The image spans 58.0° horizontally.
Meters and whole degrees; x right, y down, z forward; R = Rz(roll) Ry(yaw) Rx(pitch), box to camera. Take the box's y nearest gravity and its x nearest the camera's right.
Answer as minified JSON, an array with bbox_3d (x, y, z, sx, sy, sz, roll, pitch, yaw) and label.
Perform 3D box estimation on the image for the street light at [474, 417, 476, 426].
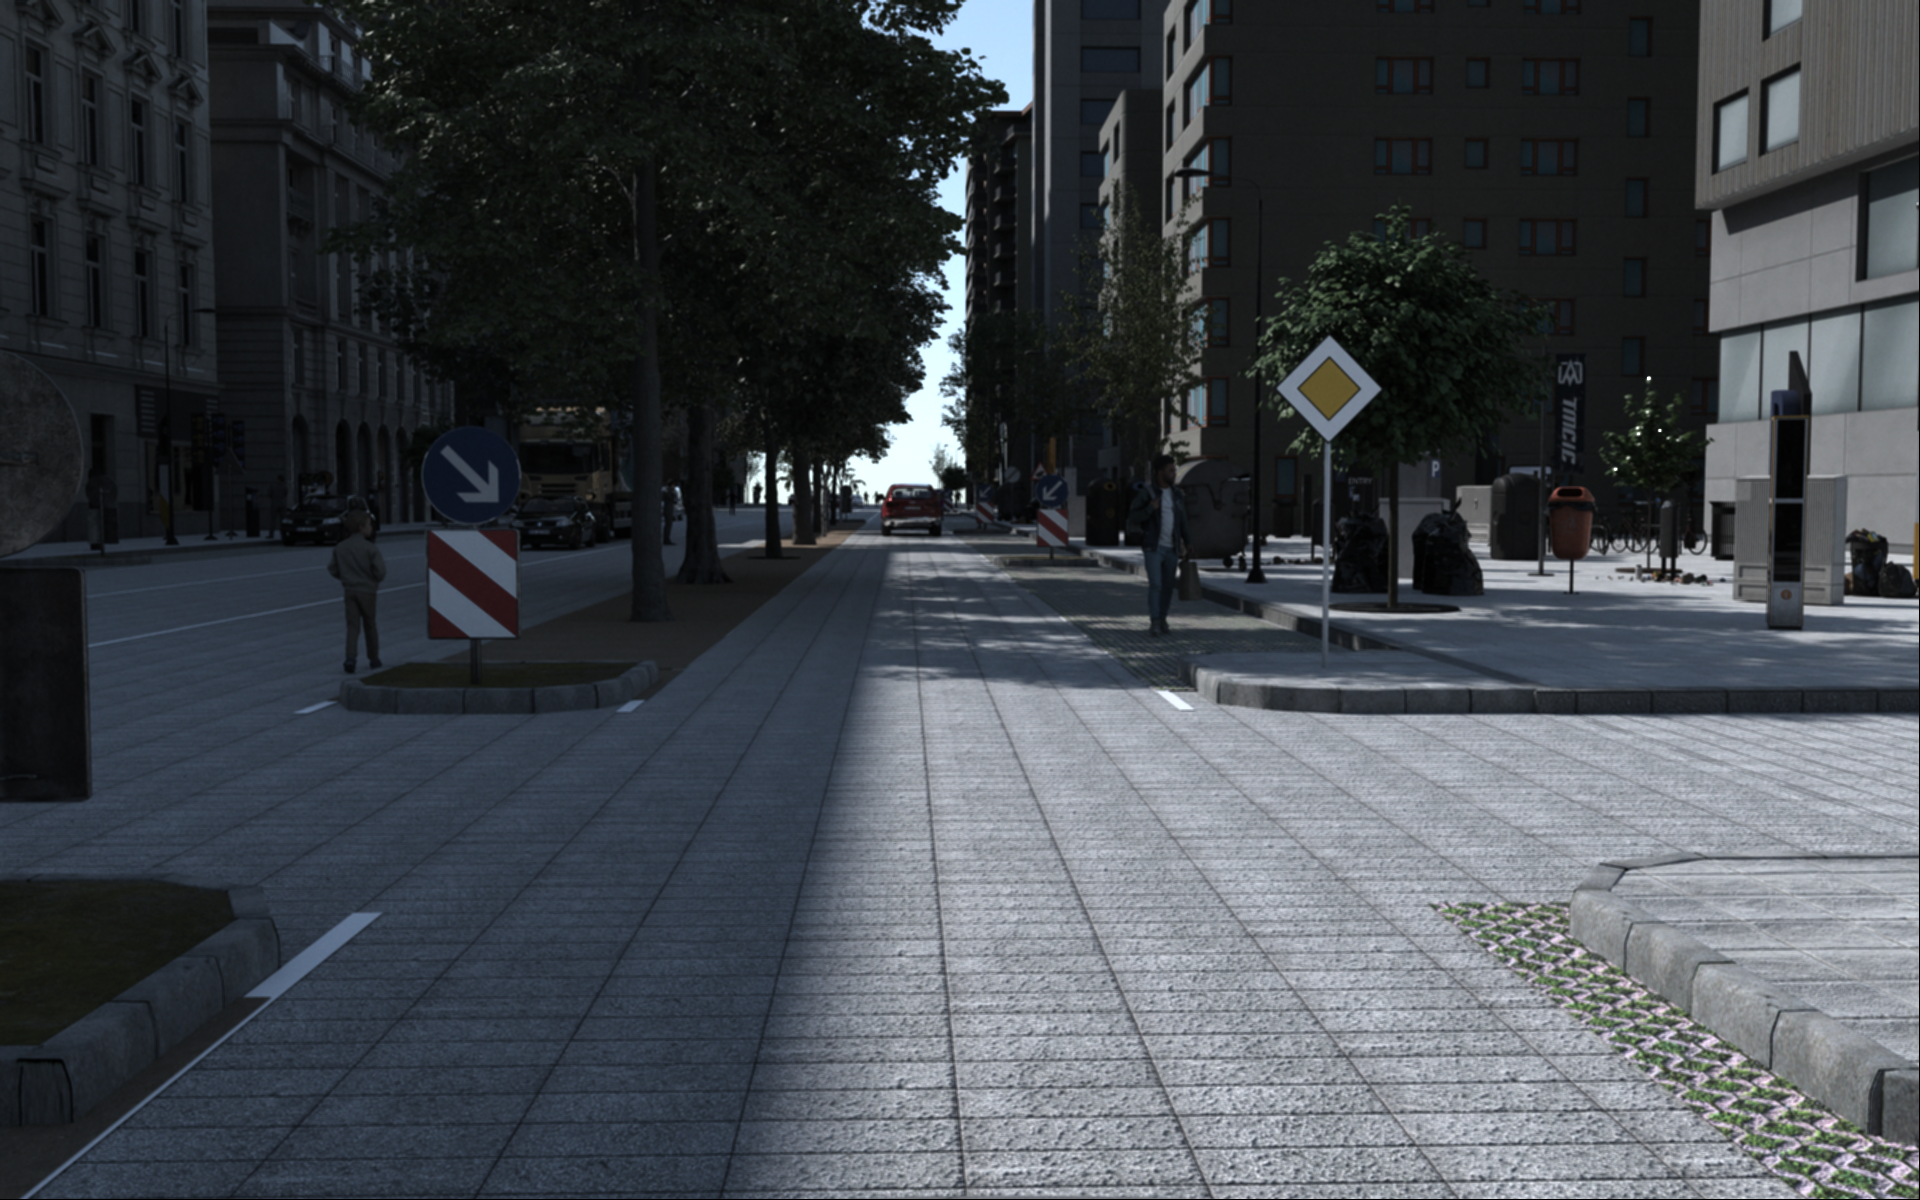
[{"bbox_3d":[-20.247,-6.225,74.313,1.470,5.913,1.316,0,4,-2],"label":"street light"}]

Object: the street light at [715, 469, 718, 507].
[{"bbox_3d":[-23.585,-12.164,171.427,1.470,5.913,1.316,0,4,-2],"label":"street light"}]

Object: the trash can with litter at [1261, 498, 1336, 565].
[{"bbox_3d":[6.345,-1.282,32.020,2.233,1.210,1.678,-2,4,-27],"label":"trash can with litter"}]

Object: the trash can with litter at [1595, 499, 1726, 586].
[{"bbox_3d":[10.349,-0.870,25.281,1.678,1.210,2.233,0,4,7],"label":"trash can with litter"}]

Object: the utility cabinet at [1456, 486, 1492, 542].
[{"bbox_3d":[13.739,-2.287,46.074,0.318,1.500,1.173,-2,4,-31],"label":"utility cabinet"}]

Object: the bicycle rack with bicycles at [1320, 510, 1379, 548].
[{"bbox_3d":[10.175,-1.656,40.461,2.852,0.926,2.925,-3,5,-41],"label":"bicycle rack with bicycles"}]

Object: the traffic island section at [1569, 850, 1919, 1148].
[{"bbox_3d":[2.994,1.071,4.764,2.009,0.180,2.903,0,4,-2],"label":"traffic island section"}]

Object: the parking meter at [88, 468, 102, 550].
[{"bbox_3d":[-19.771,-2.075,39.638,0.255,1.863,0.399,-2,4,-32],"label":"parking meter"}]

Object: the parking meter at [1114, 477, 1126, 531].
[{"bbox_3d":[5.549,-3.328,60.122,0.255,1.863,0.399,-3,5,-40],"label":"parking meter"}]

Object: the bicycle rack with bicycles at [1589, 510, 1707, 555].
[{"bbox_3d":[14.313,-1.475,37.497,2.852,0.926,2.925,-1,4,-9],"label":"bicycle rack with bicycles"}]

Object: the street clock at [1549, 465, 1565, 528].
[{"bbox_3d":[14.578,-2.320,42.499,0.471,2.002,0.358,-2,4,-32],"label":"street clock"}]

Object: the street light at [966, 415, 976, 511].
[{"bbox_3d":[1.193,-7.906,101.809,1.470,5.913,1.316,0,4,-2],"label":"street light"}]

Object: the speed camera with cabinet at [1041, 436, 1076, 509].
[{"bbox_3d":[3.384,-3.992,59.613,0.660,3.252,2.038,-1,4,-17],"label":"speed camera with cabinet"}]

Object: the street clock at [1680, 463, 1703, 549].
[{"bbox_3d":[17.174,-2.210,40.703,0.358,2.002,0.471,-2,4,-25],"label":"street clock"}]

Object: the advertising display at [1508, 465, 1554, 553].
[{"bbox_3d":[12.523,-2.008,38.049,0.974,1.923,0.123,2,4,30],"label":"advertising display"}]

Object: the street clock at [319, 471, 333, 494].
[{"bbox_3d":[-20.182,-3.087,55.045,0.471,2.002,0.358,-3,5,-41],"label":"street clock"}]

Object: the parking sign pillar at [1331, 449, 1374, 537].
[{"bbox_3d":[11.705,-3.851,51.433,1.447,3.967,1.447,0,4,7],"label":"parking sign pillar"}]

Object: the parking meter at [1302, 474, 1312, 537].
[{"bbox_3d":[10.313,-2.801,51.512,0.255,1.863,0.399,0,4,6],"label":"parking meter"}]

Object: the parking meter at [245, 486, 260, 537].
[{"bbox_3d":[-21.046,-2.637,51.529,0.372,1.533,0.369,0,3,0],"label":"parking meter"}]

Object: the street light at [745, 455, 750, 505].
[{"bbox_3d":[-24.536,-14.093,202.959,1.470,5.913,1.316,0,4,-2],"label":"street light"}]

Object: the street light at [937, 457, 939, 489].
[{"bbox_3d":[-1.455,-12.997,185.042,1.470,5.913,1.316,0,4,-2],"label":"street light"}]

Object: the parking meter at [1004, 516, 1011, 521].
[{"bbox_3d":[2.305,-4.745,83.288,0.399,1.863,0.255,1,4,17],"label":"parking meter"}]

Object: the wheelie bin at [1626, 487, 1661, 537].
[{"bbox_3d":[20.227,-2.654,51.298,0.980,1.594,0.693,1,4,22],"label":"wheelie bin"}]

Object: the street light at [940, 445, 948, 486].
[{"bbox_3d":[-0.875,-11.723,164.207,1.470,5.913,1.316,0,4,-2],"label":"street light"}]

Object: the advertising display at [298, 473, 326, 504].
[{"bbox_3d":[-20.051,-2.963,53.654,0.123,1.923,0.974,2,4,29],"label":"advertising display"}]

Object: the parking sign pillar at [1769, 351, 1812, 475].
[{"bbox_3d":[15.402,-2.670,32.131,1.447,3.967,1.447,1,4,14],"label":"parking sign pillar"}]

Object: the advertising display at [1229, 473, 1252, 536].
[{"bbox_3d":[8.534,-2.955,53.529,0.974,1.923,0.123,1,4,21],"label":"advertising display"}]

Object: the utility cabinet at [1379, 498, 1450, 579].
[{"bbox_3d":[6.888,-0.924,26.272,1.020,1.237,0.306,3,4,38],"label":"utility cabinet"}]

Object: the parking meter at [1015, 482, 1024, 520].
[{"bbox_3d":[2.990,-4.976,87.075,0.399,1.863,0.255,3,4,39],"label":"parking meter"}]

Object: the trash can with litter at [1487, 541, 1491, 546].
[{"bbox_3d":[12.722,-1.754,40.065,0.624,1.170,1.055,-3,5,-43],"label":"trash can with litter"}]

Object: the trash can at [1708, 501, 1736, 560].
[{"bbox_3d":[14.923,-1.344,33.628,0.748,1.137,0.748,0,3,0],"label":"trash can"}]

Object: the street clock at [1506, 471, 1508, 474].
[{"bbox_3d":[16.135,-2.810,50.521,0.471,2.002,0.358,-3,4,-38],"label":"street clock"}]

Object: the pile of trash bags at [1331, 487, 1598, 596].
[{"bbox_3d":[6.486,-0.786,22.606,3.447,1.369,1.912,2,4,25],"label":"pile of trash bags"}]

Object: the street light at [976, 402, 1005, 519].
[{"bbox_3d":[1.697,-7.039,87.632,1.470,5.913,1.316,0,4,-2],"label":"street light"}]

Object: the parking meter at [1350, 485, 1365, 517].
[{"bbox_3d":[10.822,-2.370,47.168,0.372,1.533,0.369,0,3,0],"label":"parking meter"}]

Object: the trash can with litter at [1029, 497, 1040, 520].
[{"bbox_3d":[3.530,-4.474,84.535,1.055,1.170,0.624,-2,4,-33],"label":"trash can with litter"}]

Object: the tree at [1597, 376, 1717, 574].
[{"bbox_3d":[11.293,-2.071,28.456,1.663,3.219,1.824,0,3,0],"label":"tree"}]

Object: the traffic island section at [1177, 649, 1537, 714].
[{"bbox_3d":[2.729,0.583,12.745,2.009,0.180,2.903,0,4,-2],"label":"traffic island section"}]

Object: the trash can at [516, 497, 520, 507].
[{"bbox_3d":[-21.626,-4.526,85.654,0.748,1.137,0.748,0,3,0],"label":"trash can"}]

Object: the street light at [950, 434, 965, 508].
[{"bbox_3d":[0.134,-9.830,133.264,1.470,5.913,1.316,0,4,-2],"label":"street light"}]

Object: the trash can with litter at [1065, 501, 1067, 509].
[{"bbox_3d":[5.252,-4.651,87.106,2.233,1.210,1.678,3,5,40],"label":"trash can with litter"}]

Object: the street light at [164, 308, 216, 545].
[{"bbox_3d":[-19.259,-4.331,43.356,1.470,5.913,1.316,0,4,-2],"label":"street light"}]

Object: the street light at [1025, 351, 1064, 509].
[{"bbox_3d":[2.808,-5.124,56.320,1.470,5.913,1.316,0,4,-2],"label":"street light"}]

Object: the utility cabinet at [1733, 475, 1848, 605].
[{"bbox_3d":[9.691,-0.708,20.257,0.318,1.500,1.173,-3,4,-37],"label":"utility cabinet"}]

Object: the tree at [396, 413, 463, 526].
[{"bbox_3d":[-20.896,-5.263,69.768,4.285,4.588,4.351,0,3,0],"label":"tree"}]

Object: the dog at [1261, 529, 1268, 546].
[{"bbox_3d":[7.448,-1.546,43.019,0.748,0.427,0.550,-2,4,-33],"label":"dog"}]

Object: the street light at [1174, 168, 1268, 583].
[{"bbox_3d":[3.745,-3.199,24.852,1.470,5.913,1.316,0,4,-2],"label":"street light"}]

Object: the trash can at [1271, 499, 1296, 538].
[{"bbox_3d":[9.455,-2.388,50.692,0.748,1.137,0.748,0,3,0],"label":"trash can"}]

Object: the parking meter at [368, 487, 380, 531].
[{"bbox_3d":[-20.330,-3.160,60.081,0.372,1.533,0.369,0,3,0],"label":"parking meter"}]

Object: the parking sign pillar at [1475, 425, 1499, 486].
[{"bbox_3d":[15.819,-3.890,52.081,1.447,3.967,1.447,0,4,7],"label":"parking sign pillar"}]

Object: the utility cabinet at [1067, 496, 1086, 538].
[{"bbox_3d":[3.692,-2.445,51.132,1.020,1.237,0.306,1,4,13],"label":"utility cabinet"}]
